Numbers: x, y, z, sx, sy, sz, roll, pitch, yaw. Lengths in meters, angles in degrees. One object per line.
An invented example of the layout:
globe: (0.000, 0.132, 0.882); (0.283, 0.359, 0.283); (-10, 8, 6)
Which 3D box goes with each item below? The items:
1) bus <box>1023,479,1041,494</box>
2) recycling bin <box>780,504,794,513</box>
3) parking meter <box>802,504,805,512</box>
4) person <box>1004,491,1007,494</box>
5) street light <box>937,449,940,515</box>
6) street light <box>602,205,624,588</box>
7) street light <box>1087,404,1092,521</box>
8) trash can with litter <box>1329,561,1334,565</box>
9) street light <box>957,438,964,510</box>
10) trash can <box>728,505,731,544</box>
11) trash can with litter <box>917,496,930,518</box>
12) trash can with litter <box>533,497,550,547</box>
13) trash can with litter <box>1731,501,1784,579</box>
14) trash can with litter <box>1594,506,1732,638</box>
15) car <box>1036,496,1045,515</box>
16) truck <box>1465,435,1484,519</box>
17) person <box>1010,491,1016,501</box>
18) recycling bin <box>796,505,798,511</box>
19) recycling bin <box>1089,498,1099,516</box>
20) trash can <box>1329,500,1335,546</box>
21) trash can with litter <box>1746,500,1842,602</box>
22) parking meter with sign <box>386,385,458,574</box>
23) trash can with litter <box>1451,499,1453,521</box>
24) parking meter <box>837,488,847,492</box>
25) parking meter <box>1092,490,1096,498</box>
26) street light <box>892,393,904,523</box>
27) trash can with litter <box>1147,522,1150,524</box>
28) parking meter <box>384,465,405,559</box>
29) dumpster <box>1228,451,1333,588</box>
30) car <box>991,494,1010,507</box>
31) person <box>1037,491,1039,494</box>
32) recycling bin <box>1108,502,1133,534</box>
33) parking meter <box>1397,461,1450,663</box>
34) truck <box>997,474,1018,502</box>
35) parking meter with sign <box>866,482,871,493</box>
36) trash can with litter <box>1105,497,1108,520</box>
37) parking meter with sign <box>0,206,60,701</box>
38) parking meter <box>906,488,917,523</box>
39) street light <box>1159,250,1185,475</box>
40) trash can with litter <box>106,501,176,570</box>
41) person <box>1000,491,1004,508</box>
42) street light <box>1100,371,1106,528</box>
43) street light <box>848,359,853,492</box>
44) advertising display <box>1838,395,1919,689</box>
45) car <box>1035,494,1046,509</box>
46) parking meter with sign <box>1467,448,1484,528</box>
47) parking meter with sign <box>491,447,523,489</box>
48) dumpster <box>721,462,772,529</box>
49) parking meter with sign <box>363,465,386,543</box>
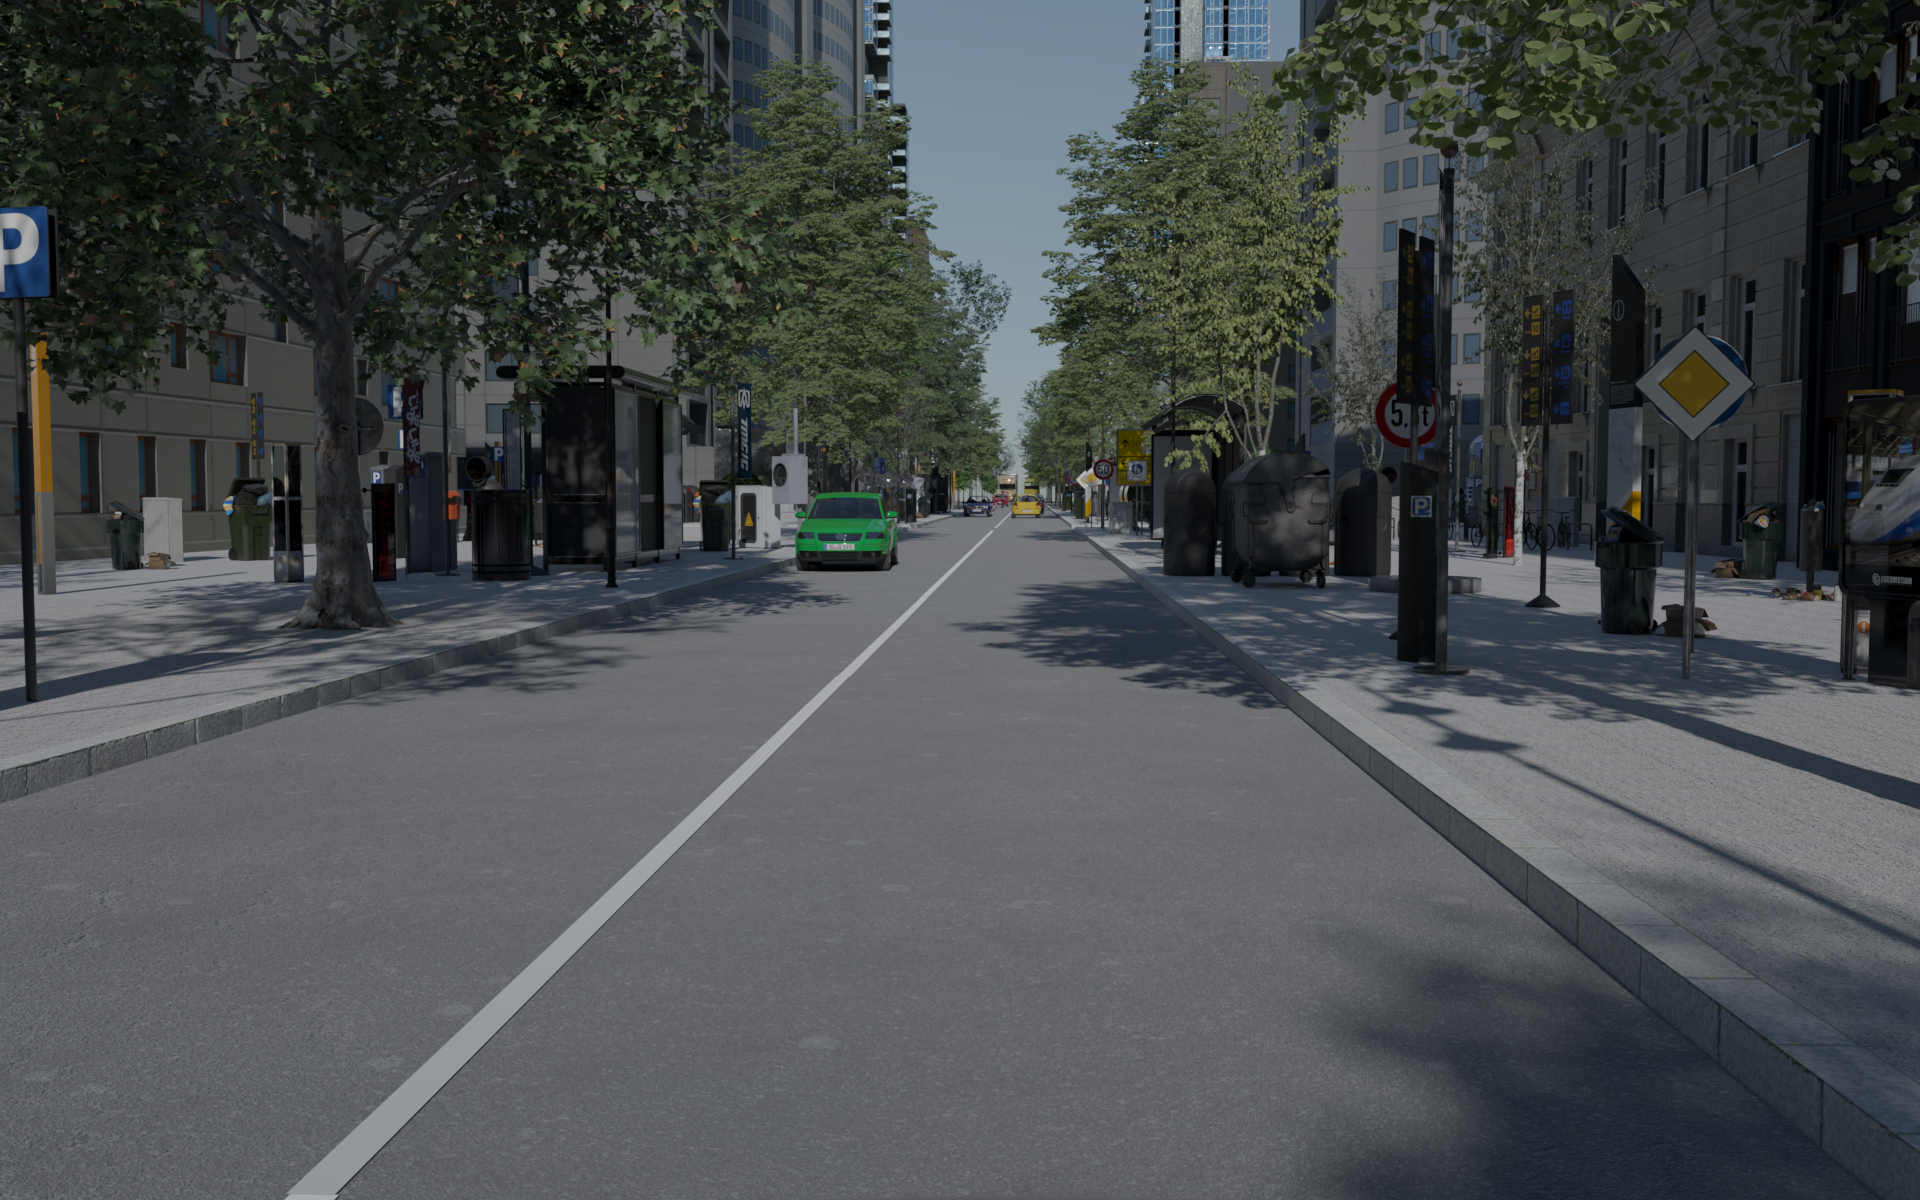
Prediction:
bus: (11.550, -17.564, 278.724); (2.896, 3.916, 12.252); (0, 4, 2)
recycling bin: (-11.951, -6.527, 119.275); (0.722, 1.027, 0.722); (3, 5, 39)
parking meter: (-9.057, -5.694, 101.501); (0.372, 1.533, 0.369); (0, 3, 0)
person: (5.647, -12.597, 214.327); (0.709, 1.838, 0.599); (1, 4, 22)
street light: (-1.362, -8.302, 108.523); (0.468, 5.910, 1.993); (0, 4, 2)
street light: (-4.787, -3.109, 23.625); (0.468, 5.910, 1.993); (0, 4, 2)
street light: (6.224, -6.794, 83.878); (0.468, 5.910, 1.993); (0, 4, 2)
trash can with litter: (6.481, -1.236, 31.265); (2.233, 1.210, 1.678); (-2, 4, -27)
street light: (-0.073, -10.269, 140.693); (0.468, 5.910, 1.993); (0, 4, 2)
trash can: (-5.933, -1.883, 42.436); (0.748, 1.137, 0.748); (0, 3, 0)
trash can with litter: (-1.978, -4.913, 91.708); (0.624, 1.170, 1.055); (1, 4, 11)
trash can with litter: (-10.427, -1.925, 42.523); (2.233, 1.210, 1.678); (3, 4, 36)
trash can with litter: (11.861, -0.905, 26.184); (0.624, 1.170, 1.055); (-2, 4, -31)
trash can with litter: (6.367, -0.272, 15.830); (1.055, 1.170, 0.624); (3, 5, 41)
car: (5.059, -6.722, 122.483); (1.945, 1.354, 3.894); (0, 4, 1)
truck: (29.287, -4.870, 69.381); (18.799, 4.110, 2.967); (0, 4, 4)
person: (6.347, -11.757, 201.443); (1.217, 1.735, 0.721); (-1, 4, -13)
recycling bin: (-11.724, -7.096, 128.566); (0.722, 1.027, 0.722); (-2, 4, -26)
recycling bin: (7.899, -5.532, 103.006); (0.722, 1.027, 0.722); (2, 4, 23)
trash can: (9.135, -1.935, 43.293); (0.748, 1.137, 0.748); (0, 3, 0)
trash can with litter: (10.653, -0.632, 21.392); (1.678, 1.210, 2.233); (2, 4, 29)
parking meter with sign: (-8.792, -1.973, 28.522); (0.543, 3.016, 1.738); (0, 4, 4)
trash can with litter: (23.486, -4.286, 81.465); (1.055, 1.170, 0.624); (-3, 5, -44)
parking meter: (-4.570, -3.590, 67.110); (0.372, 1.533, 0.369); (0, 3, 0)
parking meter: (9.341, -6.826, 120.009); (0.372, 1.533, 0.369); (0, 3, 0)
street light: (-2.701, -6.286, 75.561); (0.468, 5.910, 1.993); (0, 4, 2)
trash can with litter: (8.347, -3.803, 73.567); (0.624, 1.170, 1.055); (-2, 4, -32)
parking meter: (-11.226, -1.755, 34.401); (0.255, 1.863, 0.399); (1, 4, 12)
dumpster: (4.482, -1.132, 24.261); (1.264, 1.857, 1.865); (0, 4, 2)
car: (4.662, -11.512, 197.254); (2.155, 1.783, 4.494); (0, 4, 3)
person: (9.184, -11.894, 202.976); (0.705, 1.824, 1.348); (-1, 4, -16)
recycling bin: (5.148, -2.633, 55.596); (0.722, 1.027, 0.722); (0, 4, 1)
parking meter: (3.561, -0.299, 13.307); (0.372, 1.533, 0.369); (0, 3, 0)
truck: (6.733, -15.471, 241.859); (2.839, 4.237, 11.283); (0, 4, 3)
parking meter with sign: (-5.728, -7.080, 112.012); (0.543, 3.016, 1.738); (3, 4, 37)
trash can with litter: (7.495, -4.407, 83.443); (1.055, 1.170, 0.624); (-1, 4, -19)
parking meter with sign: (-5.976, -0.831, 9.851); (0.543, 3.016, 1.738); (1, 4, 16)
parking meter: (-2.147, -4.272, 78.252); (0.372, 1.533, 0.369); (0, 3, 0)
street light: (4.058, -3.677, 32.907); (0.468, 5.910, 1.993); (0, 4, 2)
trash can with litter: (-13.946, -1.109, 29.517); (1.055, 1.170, 0.624); (-1, 4, -10)
person: (4.253, -10.232, 176.515); (0.721, 1.735, 1.217); (-1, 4, -12)
street light: (5.365, -5.647, 65.109); (0.468, 5.910, 1.993); (0, 4, 2)
street light: (-3.545, -5.077, 55.797); (0.468, 5.910, 1.993); (0, 4, 2)
advertising display: (6.239, -0.385, 11.516); (0.123, 1.923, 0.974); (-1, 4, -12)
car: (7.409, -9.578, 168.599); (2.014, 1.417, 4.499); (0, 4, 2)
parking meter with sign: (19.638, -4.225, 65.341); (0.543, 3.016, 1.738); (2, 4, 34)
parking meter with sign: (-16.368, -4.105, 63.370); (1.738, 3.016, 0.543); (3, 4, 38)
dumpster: (-6.412, -3.012, 51.736); (1.502, 2.255, 1.985); (0, 4, 2)
parking meter with sign: (-15.163, -3.021, 45.659); (0.543, 3.016, 1.738); (2, 4, 26)
